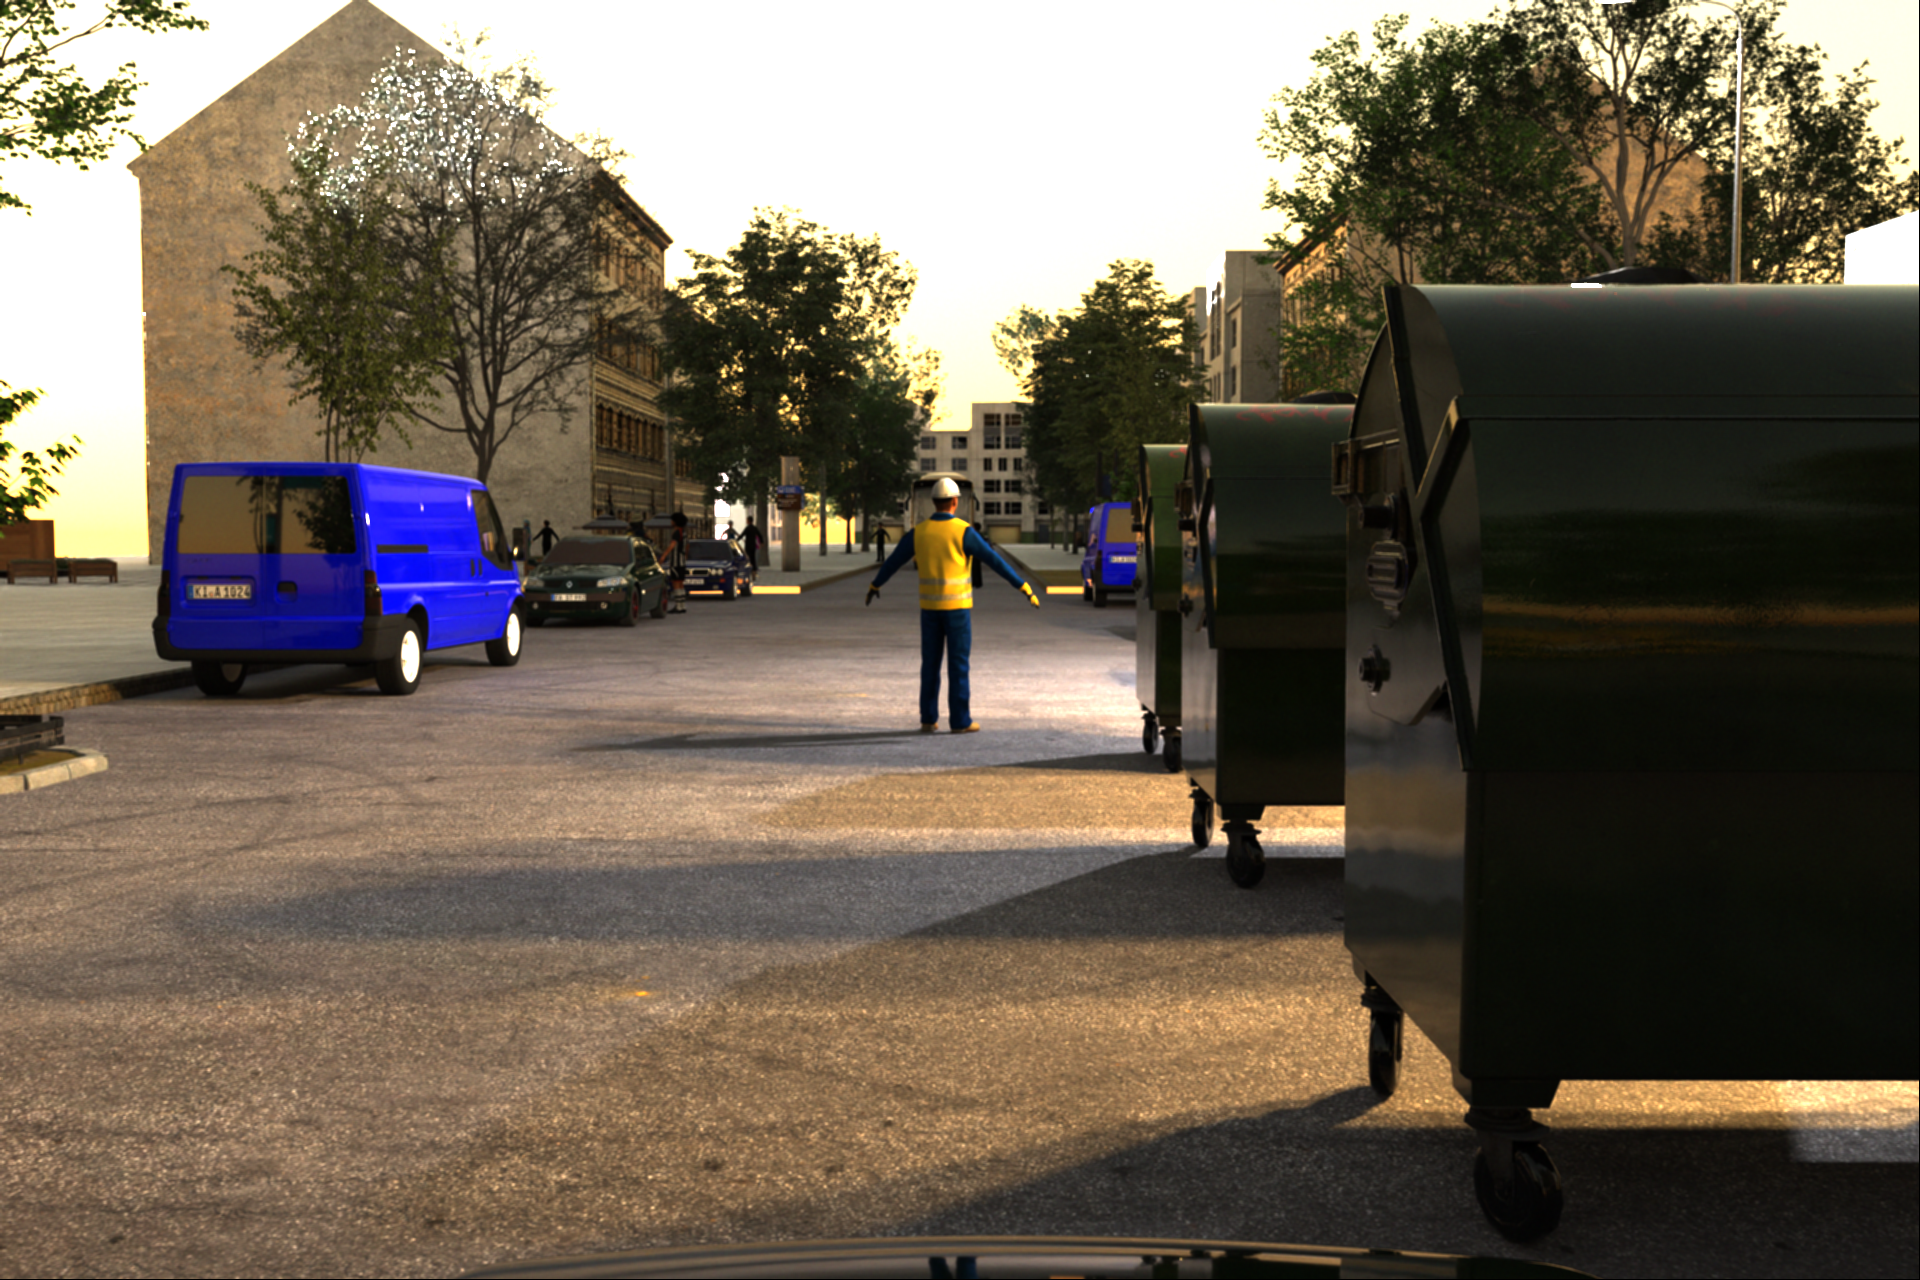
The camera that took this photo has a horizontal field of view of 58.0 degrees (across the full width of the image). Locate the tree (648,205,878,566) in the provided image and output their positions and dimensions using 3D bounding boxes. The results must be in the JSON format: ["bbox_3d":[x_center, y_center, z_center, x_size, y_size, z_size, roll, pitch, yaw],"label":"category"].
[{"bbox_3d":[-7.950,-9.907,68.627,9.857,13.997,8.962,0,3,0],"label":"tree"}]

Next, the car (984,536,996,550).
[{"bbox_3d":[0.905,-4.790,90.899,1.945,1.354,3.894,0,4,0],"label":"car"}]

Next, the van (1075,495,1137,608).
[{"bbox_3d":[3.559,-1.899,35.430,2.240,2.365,5.245,0,4,0],"label":"van"}]

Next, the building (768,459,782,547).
[{"bbox_3d":[-23.985,-15.260,191.641,9.099,9.664,28.070,0,3,0],"label":"building"}]

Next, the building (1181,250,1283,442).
[{"bbox_3d":[24.983,-15.293,116.506,16.747,18.905,31.486,0,4,1],"label":"building"}]

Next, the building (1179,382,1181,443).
[{"bbox_3d":[26.933,-19.240,170.998,16.016,20.090,11.380,0,4,1],"label":"building"}]

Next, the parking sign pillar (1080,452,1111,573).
[{"bbox_3d":[4.724,-4.219,57.457,1.447,3.967,1.447,0,4,1],"label":"parking sign pillar"}]

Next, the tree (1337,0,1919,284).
[{"bbox_3d":[9.888,-5.496,24.276,8.767,10.594,7.601,0,4,-8],"label":"tree"}]

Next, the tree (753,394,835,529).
[{"bbox_3d":[-8.465,-8.140,83.451,4.360,8.622,3.978,0,3,0],"label":"tree"}]

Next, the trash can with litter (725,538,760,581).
[{"bbox_3d":[-6.036,-2.218,47.644,1.055,1.170,0.624,0,4,1],"label":"trash can with litter"}]

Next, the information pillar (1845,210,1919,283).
[{"bbox_3d":[7.038,-1.321,12.914,0.184,3.620,1.656,0,4,1],"label":"information pillar"}]

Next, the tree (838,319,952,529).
[{"bbox_3d":[-6.750,-17.905,148.628,12.611,20.169,13.585,0,3,0],"label":"tree"}]

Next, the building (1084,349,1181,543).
[{"bbox_3d":[28.671,-22.204,207.014,27.936,21.610,32.646,0,4,1],"label":"building"}]

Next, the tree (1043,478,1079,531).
[{"bbox_3d":[8.635,-11.637,140.628,4.737,8.622,4.395,0,3,0],"label":"tree"}]

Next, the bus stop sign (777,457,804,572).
[{"bbox_3d":[-5.776,-4.286,59.092,0.837,3.901,0.837,0,4,2],"label":"bus stop sign"}]

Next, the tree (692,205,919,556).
[{"bbox_3d":[-9.254,-15.006,101.233,12.611,20.169,13.585,0,3,0],"label":"tree"}]

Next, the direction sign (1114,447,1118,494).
[{"bbox_3d":[4.106,-3.288,45.753,0.379,3.537,0.876,0,4,0],"label":"direction sign"}]

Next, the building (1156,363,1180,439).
[{"bbox_3d":[25.538,-20.231,187.200,16.016,20.090,11.380,0,4,1],"label":"building"}]

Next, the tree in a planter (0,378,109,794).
[{"bbox_3d":[-6.190,-0.781,9.993,1.991,3.239,1.994,0,4,1],"label":"tree in a planter"}]

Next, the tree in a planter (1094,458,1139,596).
[{"bbox_3d":[3.966,-2.660,40.710,1.991,3.239,1.994,0,3,0],"label":"tree in a planter"}]

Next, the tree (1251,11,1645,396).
[{"bbox_3d":[9.566,-6.624,34.061,9.928,11.665,9.643,0,3,0],"label":"tree"}]

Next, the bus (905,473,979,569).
[{"bbox_3d":[-0.657,-5.012,73.497,2.896,3.916,12.252,0,4,0],"label":"bus"}]

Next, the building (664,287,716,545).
[{"bbox_3d":[-27.603,-17.658,119.638,19.493,23.208,18.063,0,4,0],"label":"building"}]

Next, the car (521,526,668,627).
[{"bbox_3d":[-5.858,-1.115,28.013,2.009,1.686,4.222,0,4,0],"label":"car"}]

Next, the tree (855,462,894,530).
[{"bbox_3d":[-7.520,-11.350,135.935,4.360,8.622,3.978,0,3,0],"label":"tree"}]

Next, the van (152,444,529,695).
[{"bbox_3d":[-5.785,-0.775,17.055,2.240,2.365,5.245,0,4,1],"label":"van"}]

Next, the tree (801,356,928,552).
[{"bbox_3d":[-6.897,-13.420,126.068,9.857,13.997,8.962,0,3,0],"label":"tree"}]

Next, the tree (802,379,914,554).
[{"bbox_3d":[-7.181,-11.498,113.750,9.928,11.665,9.643,0,3,0],"label":"tree"}]

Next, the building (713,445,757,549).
[{"bbox_3d":[-22.827,-13.494,162.776,9.099,9.664,28.070,0,3,0],"label":"building"}]

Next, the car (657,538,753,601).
[{"bbox_3d":[-5.669,-1.589,38.558,1.945,1.354,3.894,0,4,1],"label":"car"}]

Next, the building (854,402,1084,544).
[{"bbox_3d":[2.347,-22.618,238.712,31.486,18.905,16.747,0,4,6],"label":"building"}]

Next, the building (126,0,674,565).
[{"bbox_3d":[-24.434,-15.250,80.260,19.493,23.208,18.063,0,3,0],"label":"building"}]

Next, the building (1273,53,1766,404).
[{"bbox_3d":[27.202,-15.752,88.474,19.493,23.208,18.063,0,4,1],"label":"building"}]
